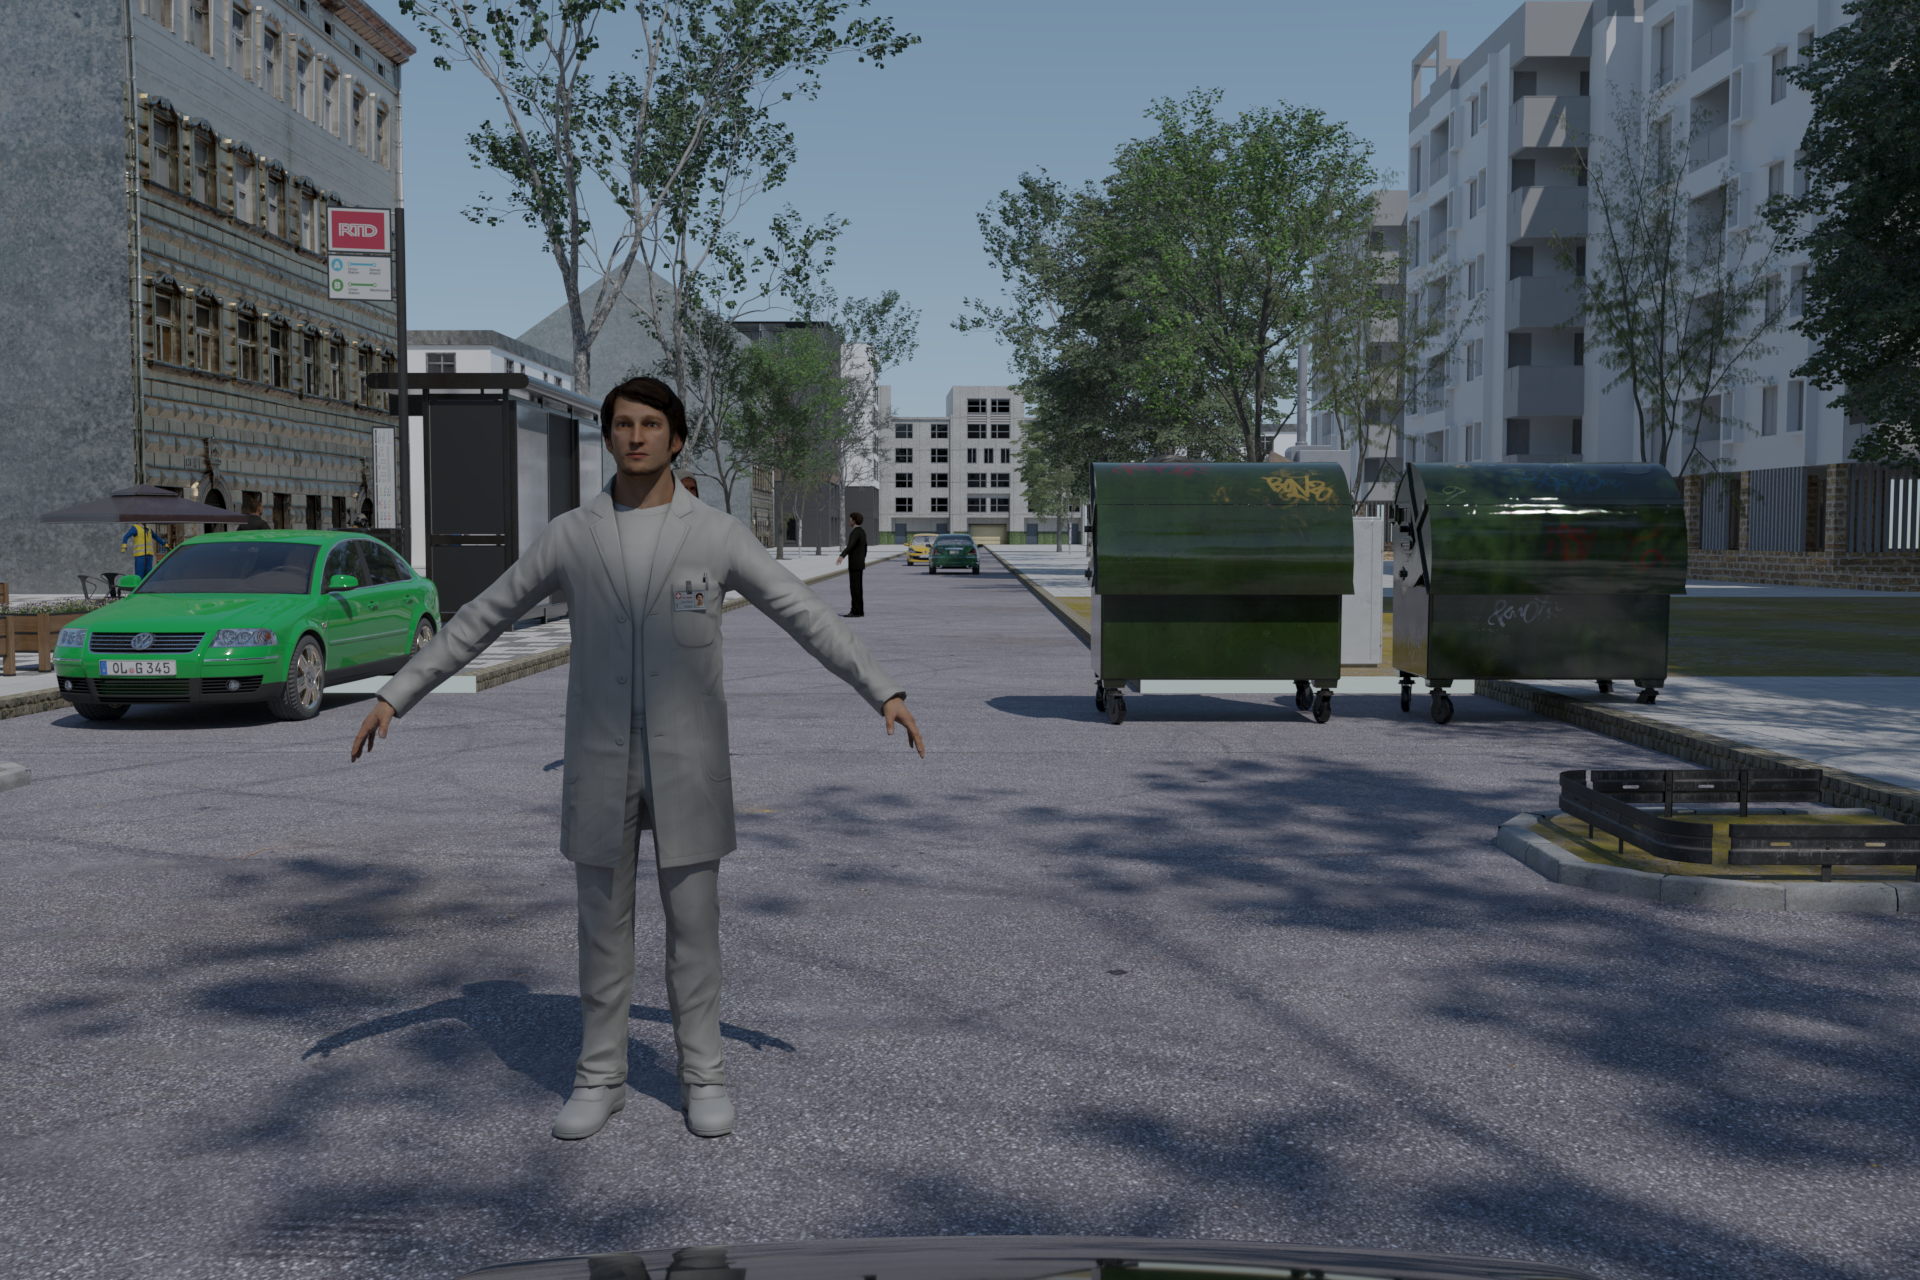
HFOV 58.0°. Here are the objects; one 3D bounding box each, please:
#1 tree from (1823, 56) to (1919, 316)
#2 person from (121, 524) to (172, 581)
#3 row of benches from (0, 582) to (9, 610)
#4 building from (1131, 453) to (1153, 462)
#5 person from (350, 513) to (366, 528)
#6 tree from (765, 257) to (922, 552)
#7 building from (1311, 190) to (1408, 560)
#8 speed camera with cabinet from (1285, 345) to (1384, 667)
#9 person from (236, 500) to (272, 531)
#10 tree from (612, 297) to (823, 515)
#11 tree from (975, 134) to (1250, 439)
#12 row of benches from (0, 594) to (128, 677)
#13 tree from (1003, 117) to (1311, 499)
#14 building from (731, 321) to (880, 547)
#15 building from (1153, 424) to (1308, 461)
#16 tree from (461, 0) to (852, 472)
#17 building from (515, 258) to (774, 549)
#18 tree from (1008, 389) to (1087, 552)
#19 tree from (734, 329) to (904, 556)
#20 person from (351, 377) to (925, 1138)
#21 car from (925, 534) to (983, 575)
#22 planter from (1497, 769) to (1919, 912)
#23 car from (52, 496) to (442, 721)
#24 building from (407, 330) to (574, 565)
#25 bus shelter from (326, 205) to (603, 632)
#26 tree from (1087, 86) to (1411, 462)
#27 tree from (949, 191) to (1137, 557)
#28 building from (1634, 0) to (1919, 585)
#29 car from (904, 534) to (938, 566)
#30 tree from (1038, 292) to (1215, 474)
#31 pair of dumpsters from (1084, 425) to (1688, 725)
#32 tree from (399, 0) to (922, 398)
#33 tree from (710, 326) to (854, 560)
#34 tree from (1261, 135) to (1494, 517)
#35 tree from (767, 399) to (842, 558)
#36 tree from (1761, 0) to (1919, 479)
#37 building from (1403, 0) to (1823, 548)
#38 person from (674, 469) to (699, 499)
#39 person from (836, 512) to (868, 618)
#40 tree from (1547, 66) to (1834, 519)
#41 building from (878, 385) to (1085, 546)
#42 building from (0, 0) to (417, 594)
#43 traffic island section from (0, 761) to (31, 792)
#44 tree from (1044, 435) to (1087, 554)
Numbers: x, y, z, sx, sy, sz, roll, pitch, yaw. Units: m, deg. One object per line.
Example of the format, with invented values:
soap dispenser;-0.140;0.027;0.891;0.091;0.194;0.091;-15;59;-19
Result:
tree;12.931;-5.117;18.082;7.601;10.594;8.767;0;4;5
person;-15.516;-1.624;33.016;0.721;1.772;1.216;1;4;19
row of benches;-15.416;-0.554;24.521;1.422;0.672;4.104;1;4;18
building;21.899;-14.432;178.113;9.099;9.664;28.070;0;3;0
person;-16.169;-2.506;46.737;0.705;1.858;1.354;0;4;-2
tree;-9.740;-16.218;121.054;12.611;20.169;13.585;0;3;0
building;24.905;-14.690;96.599;16.016;20.090;11.380;0;3;0
speed camera with cabinet;3.773;-1.419;17.529;0.660;3.252;2.038;0;4;0
person;-10.810;-1.251;26.679;1.346;1.802;0.704;2;4;25
tree;-9.150;-8.189;68.297;8.767;10.594;7.601;-3;5;-41
tree;7.911;-13.742;80.571;12.611;20.169;13.585;0;3;0
row of benches;-8.664;-0.062;16.481;1.422;0.672;4.104;1;4;12
tree;6.203;-8.988;53.612;9.857;13.997;8.962;0;3;0
building;-23.171;-20.709;182.562;27.936;21.610;32.646;0;3;0
building;22.032;-12.456;145.804;9.099;9.664;28.070;0;4;1
tree;-9.784;-12.196;55.286;12.611;20.169;13.585;0;3;0
building;-25.986;-19.305;146.559;19.493;23.208;18.063;0;4;-1
tree;7.108;-12.373;120.432;7.486;12.596;7.792;0;3;0
tree;-8.305;-11.784;103.044;12.009;13.543;11.850;0;3;0
person;-0.762;0.272;4.191;1.347;1.806;0.705;0;4;-3
car;-0.206;-3.119;62.786;2.131;1.459;4.920;0;4;0
planter;3.454;0.831;7.558;1.991;0.319;1.994;0;4;1
car;-5.858;-0.362;14.719;1.959;1.807;4.718;0;4;1
building;-23.548;-8.764;85.439;9.099;9.664;28.070;0;4;1
bus shelter;-6.665;-2.834;23.976;2.179;5.291;8.768;0;4;0
tree;6.856;-7.000;40.212;9.928;11.665;9.643;0;3;0
tree;6.252;-14.699;96.211;12.611;20.169;13.585;0;3;0
building;25.558;-11.875;50.573;16.016;20.090;11.380;0;3;0
car;-1.517;-4.183;78.616;2.015;1.641;3.980;0;4;0
tree;6.495;-8.106;66.945;7.601;10.594;8.767;-1;4;-22
pair of dumpsters;3.184;-0.522;13.486;4.436;2.255;1.574;0;4;1
tree;-7.116;-11.148;38.161;12.611;20.169;13.585;0;3;0
tree;-8.841;-9.802;86.014;9.928;11.665;9.643;0;3;0
tree;7.419;-5.039;32.756;4.360;8.622;3.978;0;3;0
tree;-8.781;-8.759;93.578;4.360;8.622;3.978;0;3;0
tree;18.589;-7.490;29.115;9.857;13.997;8.962;0;3;0
building;22.628;-12.861;66.705;16.016;20.090;11.380;0;4;0
person;-1.632;-0.102;10.246;1.348;1.813;0.705;-2;4;-35
person;-1.818;-1.298;29.865;0.705;1.806;1.347;1;4;15
tree;11.273;-4.756;28.129;4.360;8.622;3.978;0;3;0
building;-1.305;-21.048;213.046;31.486;18.905;16.747;0;4;-3
building;-26.629;-13.100;45.109;19.493;23.208;18.063;0;3;0
traffic island section;-6.311;0.822;9.432;1.991;0.108;1.994;0;4;0
tree;6.766;-9.720;109.278;4.360;8.622;3.978;0;3;0
